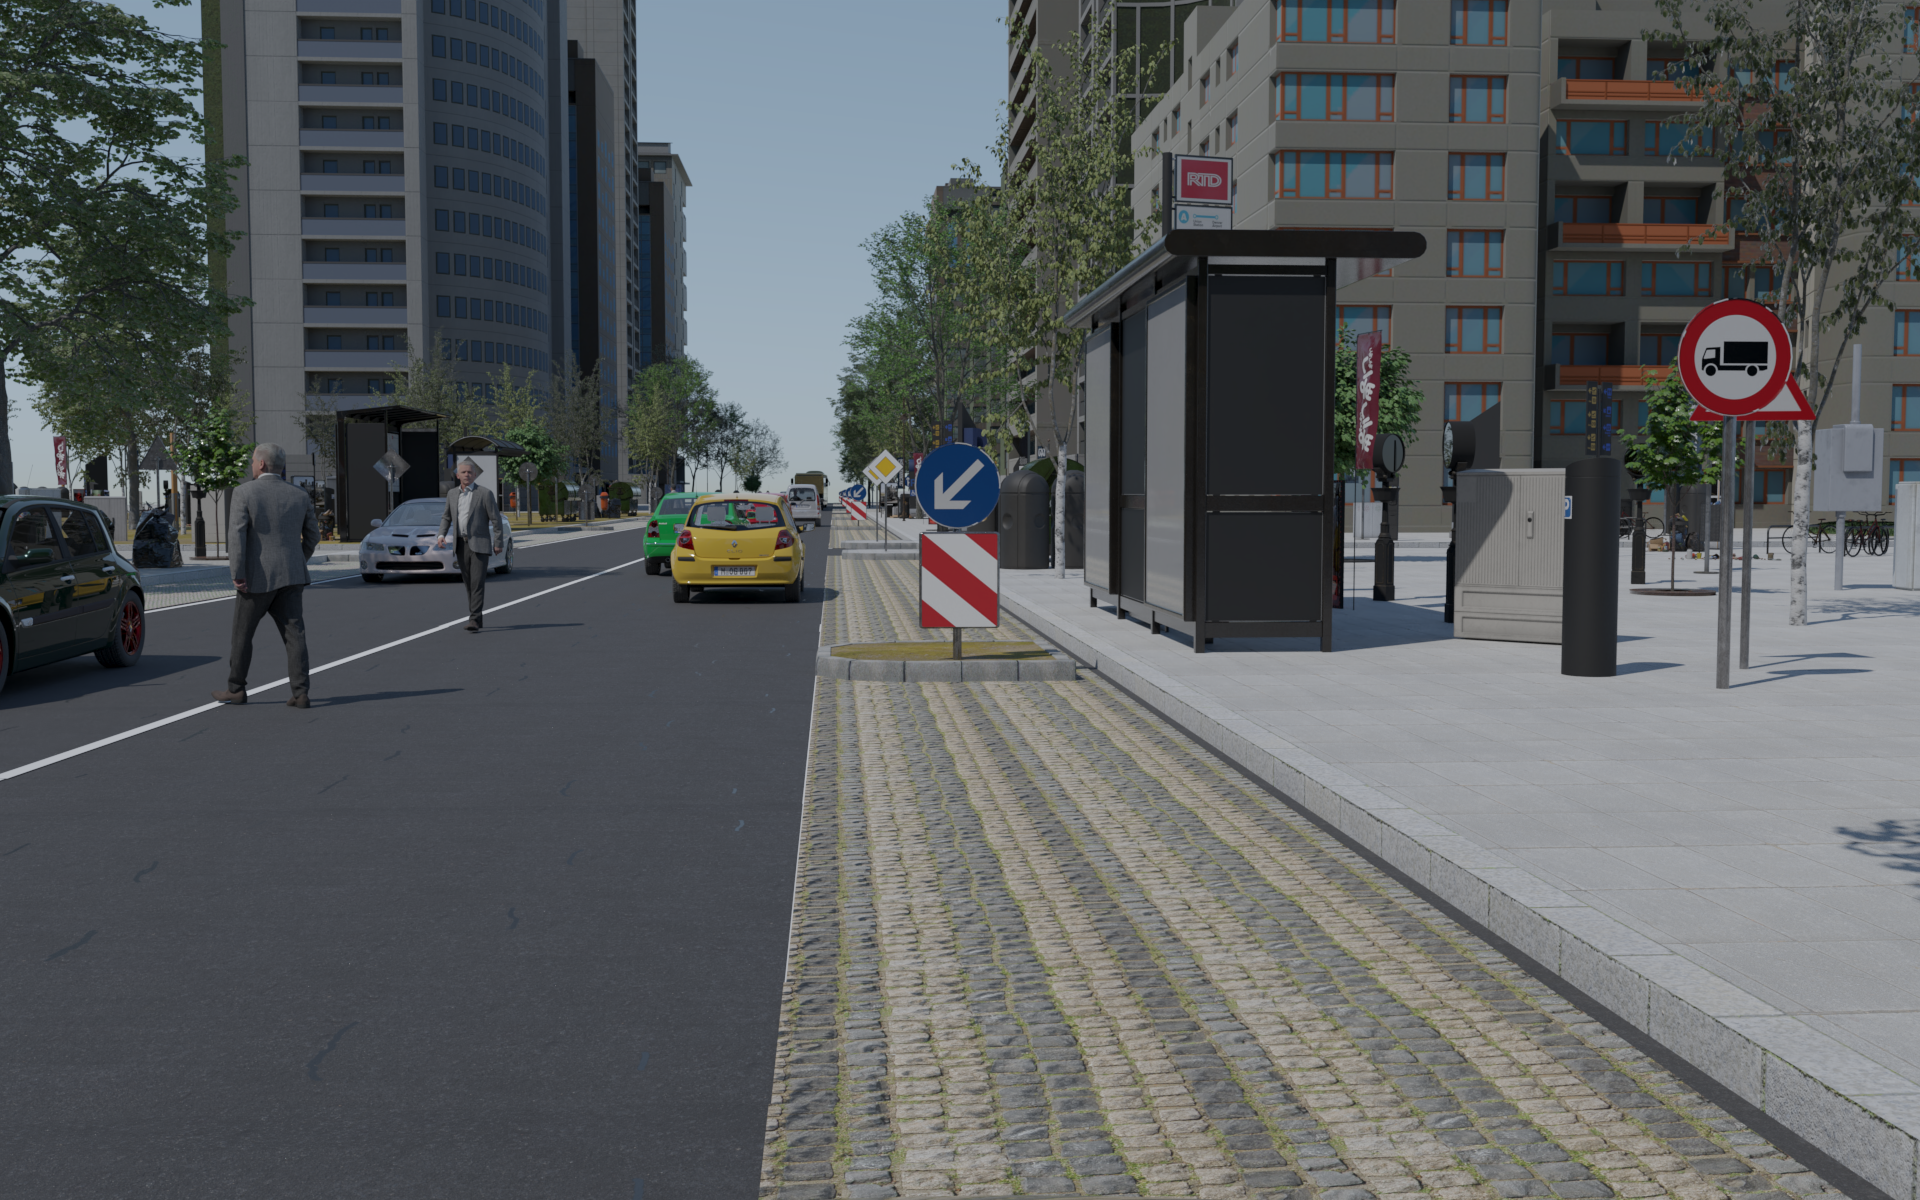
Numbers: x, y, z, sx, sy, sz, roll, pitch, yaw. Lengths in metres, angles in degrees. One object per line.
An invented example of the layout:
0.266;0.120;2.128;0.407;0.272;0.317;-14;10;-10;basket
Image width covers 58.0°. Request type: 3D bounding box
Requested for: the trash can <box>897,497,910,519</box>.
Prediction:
-2.946;-4.817;90.407;0.748;1.137;0.748;0;3;0;trash can

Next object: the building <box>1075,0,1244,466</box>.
16.895;-41.050;109.420;20.563;71.187;20.611;0;4;-4;building

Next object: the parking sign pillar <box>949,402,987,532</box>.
0.389;-3.846;51.357;1.447;3.967;1.447;2;4;24;parking sign pillar

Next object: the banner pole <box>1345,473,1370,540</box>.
11.155;-3.589;48.691;0.863;3.779;0.401;-2;4;-24;banner pole

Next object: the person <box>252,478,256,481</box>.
-12.338;-1.301;30.525;0.760;1.731;0.466;2;4;28;person

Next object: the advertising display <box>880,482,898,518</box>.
-3.853;-5.432;94.030;0.974;1.923;0.123;0;4;-8;advertising display

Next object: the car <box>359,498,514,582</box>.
-8.930;-1.068;29.828;2.083;1.381;4.827;0;4;-4;car

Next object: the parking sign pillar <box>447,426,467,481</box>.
-19.751;-4.970;69.729;1.447;3.967;1.447;-1;4;-16;parking sign pillar

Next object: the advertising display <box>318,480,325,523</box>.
-29.068;-4.450;77.966;0.974;1.923;0.123;-2;4;-32;advertising display

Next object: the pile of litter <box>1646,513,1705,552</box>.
15.906;-1.514;38.726;1.719;0.858;1.176;1;4;12;pile of litter

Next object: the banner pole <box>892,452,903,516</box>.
-3.659;-6.932;103.358;0.863;3.779;0.401;0;4;-6;banner pole

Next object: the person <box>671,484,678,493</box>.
-10.293;-3.277;62.357;0.678;1.792;0.850;-2;4;-35;person

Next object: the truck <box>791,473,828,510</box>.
-13.669;-9.860;157.137;3.469;3.379;9.791;0;4;-5;truck

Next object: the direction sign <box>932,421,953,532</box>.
-0.543;-3.772;53.667;0.876;3.537;0.379;3;5;43;direction sign

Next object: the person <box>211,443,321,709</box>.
-4.717;-0.173;11.734;0.834;1.777;0.661;2;4;32;person

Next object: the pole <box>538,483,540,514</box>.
-27.025;-7.185;111.318;0.158;3.312;0.155;0;3;0;pole

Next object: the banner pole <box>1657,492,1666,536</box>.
21.664;-3.870;53.298;0.401;3.779;0.863;0;4;8;banner pole

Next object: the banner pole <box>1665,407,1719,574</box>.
11.972;-2.326;28.055;0.401;3.779;0.863;-1;4;-19;banner pole

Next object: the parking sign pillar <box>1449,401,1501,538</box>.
15.014;-3.788;50.408;1.447;3.967;1.447;1;4;15;parking sign pillar

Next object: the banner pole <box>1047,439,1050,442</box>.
3.869;-5.456;79.216;0.863;3.779;0.401;3;4;39;banner pole

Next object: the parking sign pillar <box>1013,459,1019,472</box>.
4.124;-8.042;119.966;1.447;3.967;1.447;-1;4;-22;parking sign pillar

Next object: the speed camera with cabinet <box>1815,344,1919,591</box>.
12.554;-1.759;23.095;2.038;3.252;0.660;0;4;5;speed camera with cabinet

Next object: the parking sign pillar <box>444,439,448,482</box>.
-24.914;-5.934;85.490;1.447;3.967;1.447;1;4;16;parking sign pillar

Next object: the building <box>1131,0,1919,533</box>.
23.666;-13.831;71.170;28.899;21.520;27.650;0;4;-4;building

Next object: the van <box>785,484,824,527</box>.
-7.033;-4.286;77.096;2.013;2.044;4.112;0;4;-5;van

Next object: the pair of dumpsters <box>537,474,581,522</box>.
-18.653;-4.769;80.471;1.574;2.255;4.437;0;4;-4;pair of dumpsters

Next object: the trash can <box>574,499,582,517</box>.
-21.044;-5.138;95.659;0.748;1.137;0.748;0;3;0;trash can

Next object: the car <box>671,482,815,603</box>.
-3.051;-0.861;24.294;2.015;1.641;3.980;0;4;-4;car

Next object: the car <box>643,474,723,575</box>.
-4.767;-1.425;32.092;1.959;1.807;4.718;0;4;-3;car

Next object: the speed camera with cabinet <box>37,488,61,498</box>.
-25.442;-3.212;46.854;0.660;3.252;2.038;2;4;27;speed camera with cabinet

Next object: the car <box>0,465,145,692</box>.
-7.582;-0.192;12.922;2.009;1.686;4.222;0;4;-5;car

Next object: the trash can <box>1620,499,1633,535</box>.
20.711;-2.603;54.217;0.748;1.137;0.748;0;3;0;trash can

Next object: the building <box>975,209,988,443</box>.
9.364;-24.154;166.611;14.160;30.474;14.107;0;4;-4;building

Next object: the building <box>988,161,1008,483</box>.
10.363;-23.294;152.565;14.160;30.474;14.107;0;4;-4;building

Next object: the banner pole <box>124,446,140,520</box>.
-41.595;-5.925;86.896;0.863;3.779;0.401;-1;4;-12;banner pole

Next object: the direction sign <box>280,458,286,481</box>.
-39.805;-6.691;101.397;0.379;3.537;0.876;2;4;26;direction sign

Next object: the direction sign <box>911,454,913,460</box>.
-2.521;-6.512;98.469;0.379;3.537;0.876;-3;4;-36;direction sign

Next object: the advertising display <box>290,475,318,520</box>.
-22.831;-3.363;60.196;0.123;1.923;0.974;2;4;27;advertising display

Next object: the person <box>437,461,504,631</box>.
-5.138;-0.563;18.110;0.661;1.777;0.834;0;4;1;person

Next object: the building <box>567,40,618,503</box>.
-42.642;-32.112;175.146;14.600;45.320;14.200;0;4;-4;building

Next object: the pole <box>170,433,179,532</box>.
-26.259;-3.917;57.892;0.158;3.312;0.155;0;3;0;pole

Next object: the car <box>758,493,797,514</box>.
-7.542;-3.637;68.499;2.155;1.783;4.494;0;4;-6;car

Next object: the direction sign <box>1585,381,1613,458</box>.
12.881;-2.629;34.980;0.876;3.537;0.379;-3;4;-37;direction sign

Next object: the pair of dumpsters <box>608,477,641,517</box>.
-19.403;-5.963;99.994;1.574;2.255;4.437;0;4;-4;pair of dumpsters

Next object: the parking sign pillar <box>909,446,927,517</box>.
-2.603;-6.649;97.180;1.447;3.967;1.447;0;4;0;parking sign pillar

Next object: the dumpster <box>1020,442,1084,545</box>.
1.786;-1.869;33.045;1.502;2.255;1.985;0;4;-4;dumpster

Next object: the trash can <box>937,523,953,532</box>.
-0.444;-2.707;55.907;0.748;1.137;0.748;0;3;0;trash can

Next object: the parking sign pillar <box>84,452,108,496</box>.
-53.397;-7.251;107.025;1.447;3.967;1.447;3;5;42;parking sign pillar

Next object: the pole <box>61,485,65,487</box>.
-58.519;-7.289;113.017;0.158;3.312;0.155;0;3;0;pole

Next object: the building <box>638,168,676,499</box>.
-47.298;-36.148;241.127;14.600;45.320;14.200;0;4;-4;building

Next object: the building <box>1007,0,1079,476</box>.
15.364;-31.238;134.450;21.300;48.544;21.600;0;4;-4;building

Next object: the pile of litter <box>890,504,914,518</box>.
-3.070;-4.799;92.429;1.176;0.858;1.719;-1;4;-22;pile of litter

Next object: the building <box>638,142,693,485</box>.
-55.619;-41.135;261.789;28.713;52.752;27.495;0;4;-4;building

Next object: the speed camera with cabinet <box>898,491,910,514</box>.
-2.580;-6.550;101.422;2.038;3.252;0.660;1;4;18;speed camera with cabinet

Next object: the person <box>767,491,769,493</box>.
-16.970;-8.758;152.370;1.217;1.739;0.721;2;4;32;person

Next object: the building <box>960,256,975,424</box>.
7.875;-25.023;180.833;14.160;30.474;14.107;0;4;-4;building

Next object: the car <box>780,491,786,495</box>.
-23.497;-13.741;233.343;2.281;1.827;5.304;0;4;-2;car

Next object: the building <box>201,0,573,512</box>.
-42.607;-36.095;132.158;21.231;58.520;28.212;0;4;-4;building

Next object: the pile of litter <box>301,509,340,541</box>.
-17.729;-2.070;47.815;1.176;0.858;1.719;-1;4;-19;pile of litter
